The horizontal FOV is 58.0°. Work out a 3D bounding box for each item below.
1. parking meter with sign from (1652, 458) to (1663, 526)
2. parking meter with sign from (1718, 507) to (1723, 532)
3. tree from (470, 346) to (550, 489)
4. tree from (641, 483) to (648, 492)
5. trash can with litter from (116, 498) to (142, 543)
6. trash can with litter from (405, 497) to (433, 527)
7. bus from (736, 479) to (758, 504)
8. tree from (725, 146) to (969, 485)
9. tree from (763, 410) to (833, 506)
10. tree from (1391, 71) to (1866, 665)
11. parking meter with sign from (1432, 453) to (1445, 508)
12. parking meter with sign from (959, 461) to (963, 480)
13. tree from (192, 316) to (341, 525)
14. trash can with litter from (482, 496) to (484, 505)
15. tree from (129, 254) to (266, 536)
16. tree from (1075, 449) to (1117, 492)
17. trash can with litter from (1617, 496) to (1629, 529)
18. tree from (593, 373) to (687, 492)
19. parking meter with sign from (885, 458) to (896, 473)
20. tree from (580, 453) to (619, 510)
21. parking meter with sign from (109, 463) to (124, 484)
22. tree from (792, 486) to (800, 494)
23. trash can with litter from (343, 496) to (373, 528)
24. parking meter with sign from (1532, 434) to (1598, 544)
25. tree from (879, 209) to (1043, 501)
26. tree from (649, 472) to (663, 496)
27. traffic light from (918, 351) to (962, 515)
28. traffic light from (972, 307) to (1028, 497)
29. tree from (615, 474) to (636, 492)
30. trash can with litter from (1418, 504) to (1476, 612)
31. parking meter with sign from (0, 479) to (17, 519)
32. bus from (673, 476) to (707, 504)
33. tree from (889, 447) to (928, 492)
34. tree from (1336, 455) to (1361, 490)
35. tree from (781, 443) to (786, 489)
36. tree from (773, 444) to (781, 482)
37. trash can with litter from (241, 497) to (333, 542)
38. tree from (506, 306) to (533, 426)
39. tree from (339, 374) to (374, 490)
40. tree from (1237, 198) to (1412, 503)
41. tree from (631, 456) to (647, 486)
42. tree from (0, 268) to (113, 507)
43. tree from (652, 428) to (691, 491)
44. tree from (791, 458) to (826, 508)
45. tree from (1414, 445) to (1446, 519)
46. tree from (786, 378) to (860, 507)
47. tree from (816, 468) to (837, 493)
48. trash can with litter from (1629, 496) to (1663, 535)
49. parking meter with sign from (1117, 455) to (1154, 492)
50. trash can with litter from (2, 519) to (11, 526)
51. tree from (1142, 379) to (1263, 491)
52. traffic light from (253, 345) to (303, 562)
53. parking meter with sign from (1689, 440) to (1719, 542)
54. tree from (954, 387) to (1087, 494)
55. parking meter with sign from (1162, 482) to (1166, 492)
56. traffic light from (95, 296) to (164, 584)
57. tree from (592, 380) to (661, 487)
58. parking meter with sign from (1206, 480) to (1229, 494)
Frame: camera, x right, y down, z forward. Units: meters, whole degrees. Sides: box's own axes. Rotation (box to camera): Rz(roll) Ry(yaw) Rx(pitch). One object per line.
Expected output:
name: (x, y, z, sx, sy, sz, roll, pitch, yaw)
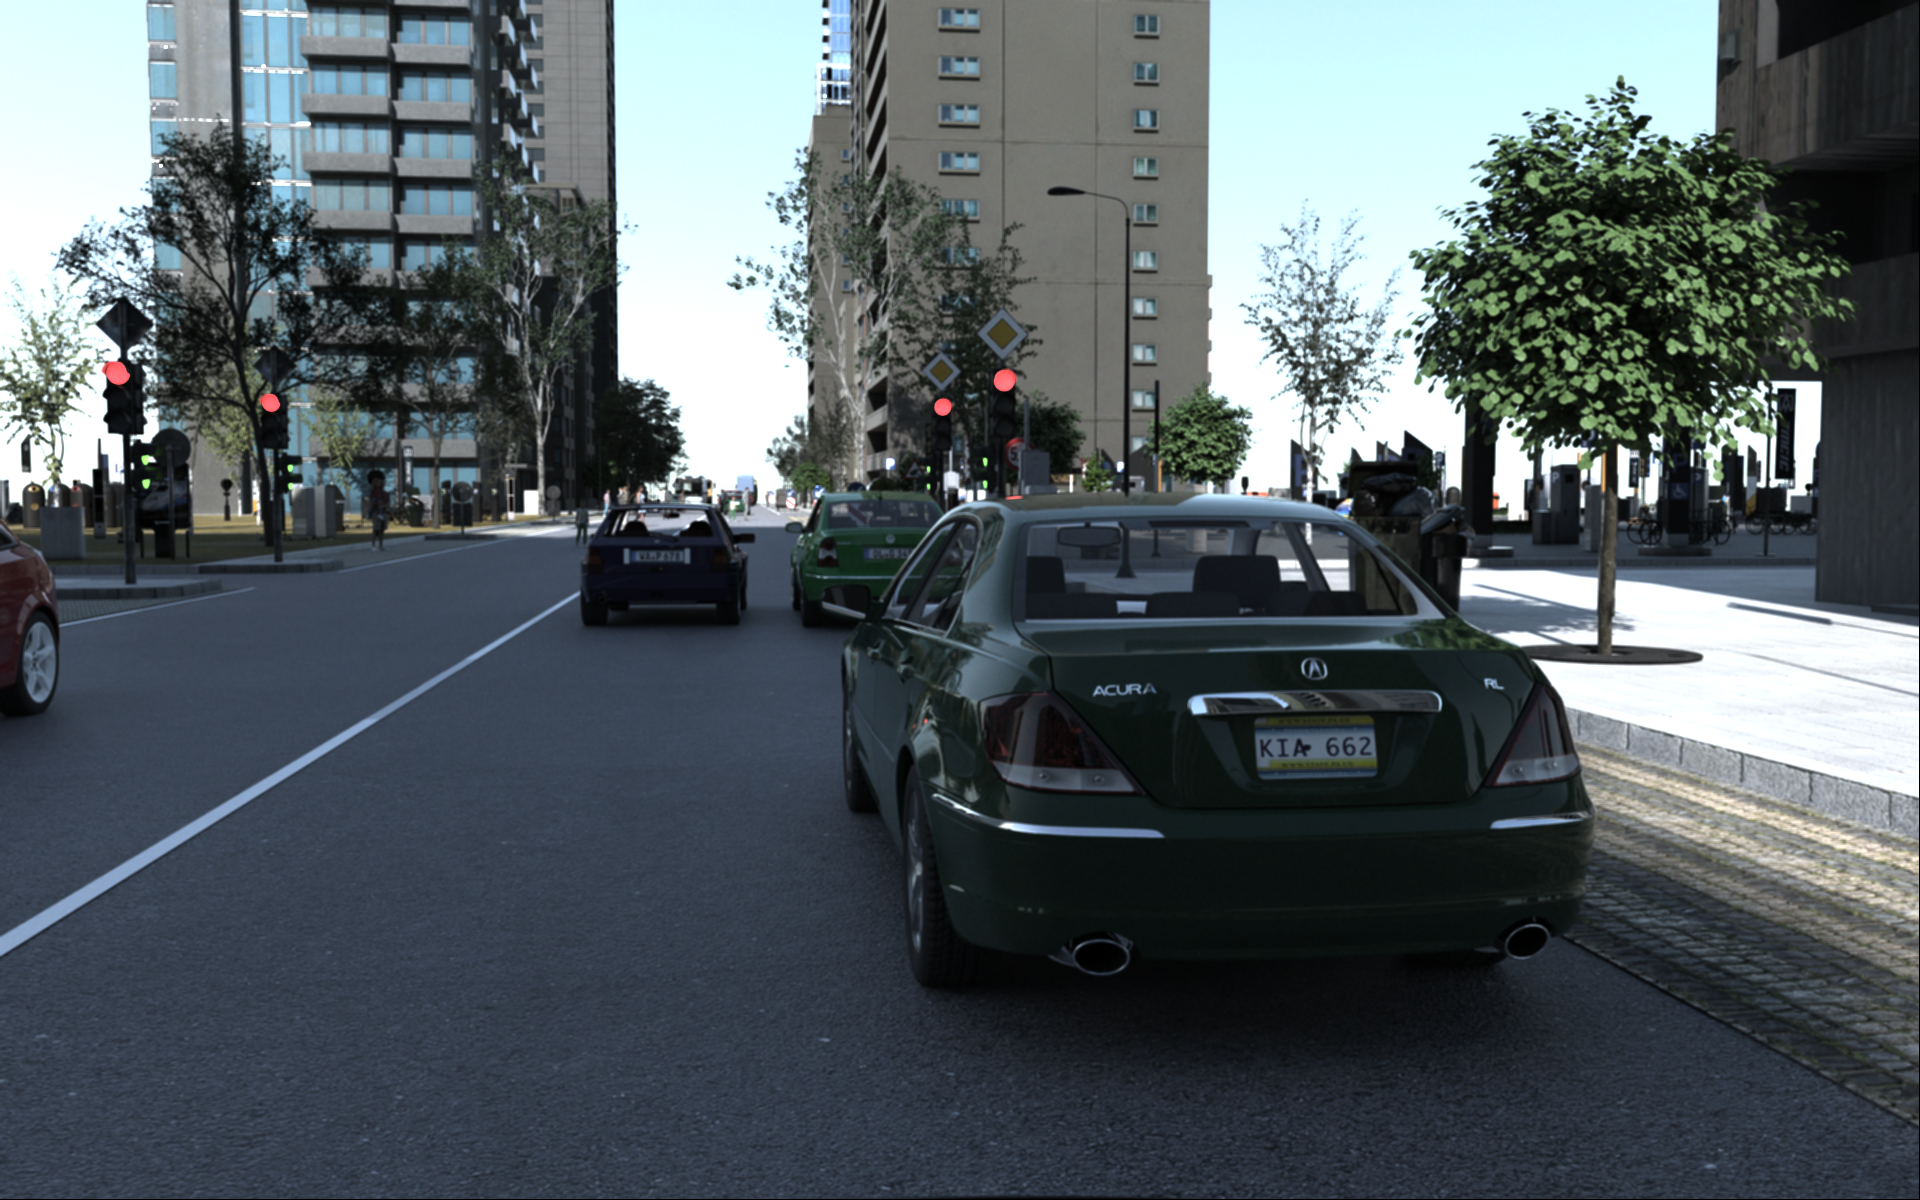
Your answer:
parking meter with sign: (27.788, -4.391, 68.052, 0.543, 3.016, 1.738, 0, 4, 1)
parking meter with sign: (24.668, -3.772, 57.936, 1.738, 3.016, 0.543, -1, 4, -13)
tree: (-22.440, -8.327, 86.514, 4.360, 8.622, 3.978, 0, 3, 0)
tree: (-37.232, -12.745, 202.989, 1.663, 3.219, 1.824, 0, 3, 0)
trash can with litter: (-21.761, -2.086, 45.488, 0.624, 1.170, 1.055, -1, 4, -12)
trash can with litter: (-20.852, -3.395, 66.900, 0.624, 1.170, 1.055, 2, 4, 32)
bus: (-31.032, -15.966, 252.587, 2.896, 3.916, 12.252, -1, 4, -9)
tree: (-6.203, -14.620, 94.931, 12.611, 20.169, 13.585, 0, 3, 0)
tree: (-17.753, -15.730, 191.598, 8.767, 10.594, 7.601, 0, 4, 2)
tree: (5.113, -1.821, 13.492, 4.285, 4.588, 4.351, 0, 3, 0)
parking meter with sign: (19.710, -4.739, 73.735, 1.738, 3.016, 0.543, -1, 4, -16)
parking meter with sign: (-0.318, -5.247, 82.045, 0.543, 3.016, 1.738, 3, 5, 42)
tree: (-28.778, -7.352, 70.560, 4.737, 8.622, 4.395, 0, 3, 0)
trash can with litter: (-29.048, -5.761, 105.257, 1.678, 1.210, 2.233, -3, 5, -45)
tree: (-23.794, -6.311, 53.547, 4.360, 8.622, 3.978, 0, 3, 0)
tree: (5.403, -4.679, 71.099, 1.663, 3.219, 1.824, 0, 3, 0)
trash can with litter: (23.281, -3.117, 62.019, 2.233, 1.210, 1.678, 0, 4, 5)
tree: (-33.959, -16.916, 183.227, 9.857, 13.997, 8.962, 0, 3, 0)
parking meter with sign: (-3.061, -5.448, 85.328, 0.543, 3.016, 1.738, 1, 4, 23)
tree: (-29.127, -9.538, 139.655, 4.285, 4.588, 4.351, 0, 3, 0)
parking meter with sign: (-48.331, -6.288, 99.062, 1.738, 3.016, 0.543, 3, 5, 41)
tree: (-20.909, -13.991, 223.350, 1.663, 3.219, 1.824, 0, 3, 0)
trash can with litter: (-22.909, -3.362, 66.031, 2.233, 1.210, 1.678, 0, 4, -2)
parking meter with sign: (15.524, -2.950, 44.493, 1.738, 3.016, 0.543, -2, 4, -25)
tree: (0.270, -5.749, 44.360, 4.737, 8.622, 4.395, 0, 3, 0)
tree: (-37.080, -15.734, 207.604, 4.737, 8.622, 4.395, 0, 3, 0)
traffic light: (-0.387, -2.767, 34.167, 0.839, 4.253, 0.868, 0, 4, -7)
traffic light: (0.613, -2.283, 26.245, 0.839, 4.253, 0.868, 0, 4, -7)
tree: (-31.476, -10.252, 162.224, 1.663, 3.219, 1.824, 0, 3, 0)
trash can with litter: (4.939, -0.441, 18.601, 1.055, 1.170, 0.624, -1, 4, -11)
parking meter with sign: (-49.146, -5.656, 88.731, 1.738, 3.016, 0.543, 0, 4, 3)
bus: (-26.014, -10.572, 167.706, 2.948, 3.499, 13.247, 0, 4, -6)
tree: (-2.112, -4.536, 68.757, 1.663, 3.219, 1.824, 0, 3, 0)
tree: (18.926, -5.436, 83.485, 1.663, 3.219, 1.824, 0, 3, 0)
tree: (-14.846, -13.418, 169.753, 4.360, 8.622, 3.978, 0, 3, 0)
tree: (-22.502, -17.085, 229.698, 4.360, 8.622, 3.978, 0, 3, 0)
trash can with litter: (-18.477, -2.239, 47.662, 2.233, 1.210, 1.678, 0, 4, -6)
tree: (-19.141, -7.927, 64.020, 8.767, 10.594, 7.601, 3, 5, 40)
tree: (-37.317, -9.368, 103.529, 4.737, 8.622, 4.395, 0, 3, 0)
tree: (9.165, -5.733, 44.105, 4.360, 8.622, 3.978, 0, 3, 0)
tree: (-36.167, -15.052, 196.457, 4.360, 8.622, 3.978, 0, 3, 0)
tree: (-29.394, -6.441, 55.674, 4.737, 8.622, 4.395, 0, 3, 0)
tree: (-45.018, -20.765, 265.263, 9.928, 11.665, 9.643, 0, 3, 0)
tree: (-13.478, -10.563, 156.422, 4.285, 4.588, 4.351, 0, 3, 0)
tree: (18.247, -4.507, 68.293, 1.663, 3.219, 1.824, 0, 3, 0)
tree: (-7.820, -9.693, 108.839, 4.360, 8.622, 3.978, 0, 3, 0)
tree: (-9.755, -8.164, 128.087, 1.663, 3.219, 1.824, 0, 3, 0)
trash can with litter: (22.507, -2.698, 55.176, 1.678, 1.210, 2.233, 2, 4, 32)
parking meter with sign: (7.457, -4.733, 73.648, 1.738, 3.016, 0.543, 2, 4, 26)
trash can with litter: (-38.477, -3.529, 69.085, 1.055, 1.170, 0.624, -1, 4, -22)
tree: (6.920, -4.003, 49.158, 4.285, 4.588, 4.351, 0, 3, 0)
traffic light: (-12.848, -2.670, 32.583, 0.839, 4.253, 0.868, 0, 4, -7)
parking meter with sign: (20.179, -3.119, 47.257, 0.543, 3.016, 1.738, 2, 4, 32)
tree: (2.272, -4.258, 53.324, 4.285, 4.588, 4.351, 0, 3, 0)
parking meter with sign: (12.828, -7.016, 110.970, 1.738, 3.016, 0.543, -1, 4, -17)
traffic light: (-11.848, -2.186, 24.661, 0.839, 4.253, 0.868, 0, 4, -7)
tree: (-33.714, -15.526, 171.979, 7.486, 12.596, 7.792, 0, 3, 0)
parking meter with sign: (13.044, -5.523, 86.562, 1.738, 3.016, 0.543, -1, 4, -23)
